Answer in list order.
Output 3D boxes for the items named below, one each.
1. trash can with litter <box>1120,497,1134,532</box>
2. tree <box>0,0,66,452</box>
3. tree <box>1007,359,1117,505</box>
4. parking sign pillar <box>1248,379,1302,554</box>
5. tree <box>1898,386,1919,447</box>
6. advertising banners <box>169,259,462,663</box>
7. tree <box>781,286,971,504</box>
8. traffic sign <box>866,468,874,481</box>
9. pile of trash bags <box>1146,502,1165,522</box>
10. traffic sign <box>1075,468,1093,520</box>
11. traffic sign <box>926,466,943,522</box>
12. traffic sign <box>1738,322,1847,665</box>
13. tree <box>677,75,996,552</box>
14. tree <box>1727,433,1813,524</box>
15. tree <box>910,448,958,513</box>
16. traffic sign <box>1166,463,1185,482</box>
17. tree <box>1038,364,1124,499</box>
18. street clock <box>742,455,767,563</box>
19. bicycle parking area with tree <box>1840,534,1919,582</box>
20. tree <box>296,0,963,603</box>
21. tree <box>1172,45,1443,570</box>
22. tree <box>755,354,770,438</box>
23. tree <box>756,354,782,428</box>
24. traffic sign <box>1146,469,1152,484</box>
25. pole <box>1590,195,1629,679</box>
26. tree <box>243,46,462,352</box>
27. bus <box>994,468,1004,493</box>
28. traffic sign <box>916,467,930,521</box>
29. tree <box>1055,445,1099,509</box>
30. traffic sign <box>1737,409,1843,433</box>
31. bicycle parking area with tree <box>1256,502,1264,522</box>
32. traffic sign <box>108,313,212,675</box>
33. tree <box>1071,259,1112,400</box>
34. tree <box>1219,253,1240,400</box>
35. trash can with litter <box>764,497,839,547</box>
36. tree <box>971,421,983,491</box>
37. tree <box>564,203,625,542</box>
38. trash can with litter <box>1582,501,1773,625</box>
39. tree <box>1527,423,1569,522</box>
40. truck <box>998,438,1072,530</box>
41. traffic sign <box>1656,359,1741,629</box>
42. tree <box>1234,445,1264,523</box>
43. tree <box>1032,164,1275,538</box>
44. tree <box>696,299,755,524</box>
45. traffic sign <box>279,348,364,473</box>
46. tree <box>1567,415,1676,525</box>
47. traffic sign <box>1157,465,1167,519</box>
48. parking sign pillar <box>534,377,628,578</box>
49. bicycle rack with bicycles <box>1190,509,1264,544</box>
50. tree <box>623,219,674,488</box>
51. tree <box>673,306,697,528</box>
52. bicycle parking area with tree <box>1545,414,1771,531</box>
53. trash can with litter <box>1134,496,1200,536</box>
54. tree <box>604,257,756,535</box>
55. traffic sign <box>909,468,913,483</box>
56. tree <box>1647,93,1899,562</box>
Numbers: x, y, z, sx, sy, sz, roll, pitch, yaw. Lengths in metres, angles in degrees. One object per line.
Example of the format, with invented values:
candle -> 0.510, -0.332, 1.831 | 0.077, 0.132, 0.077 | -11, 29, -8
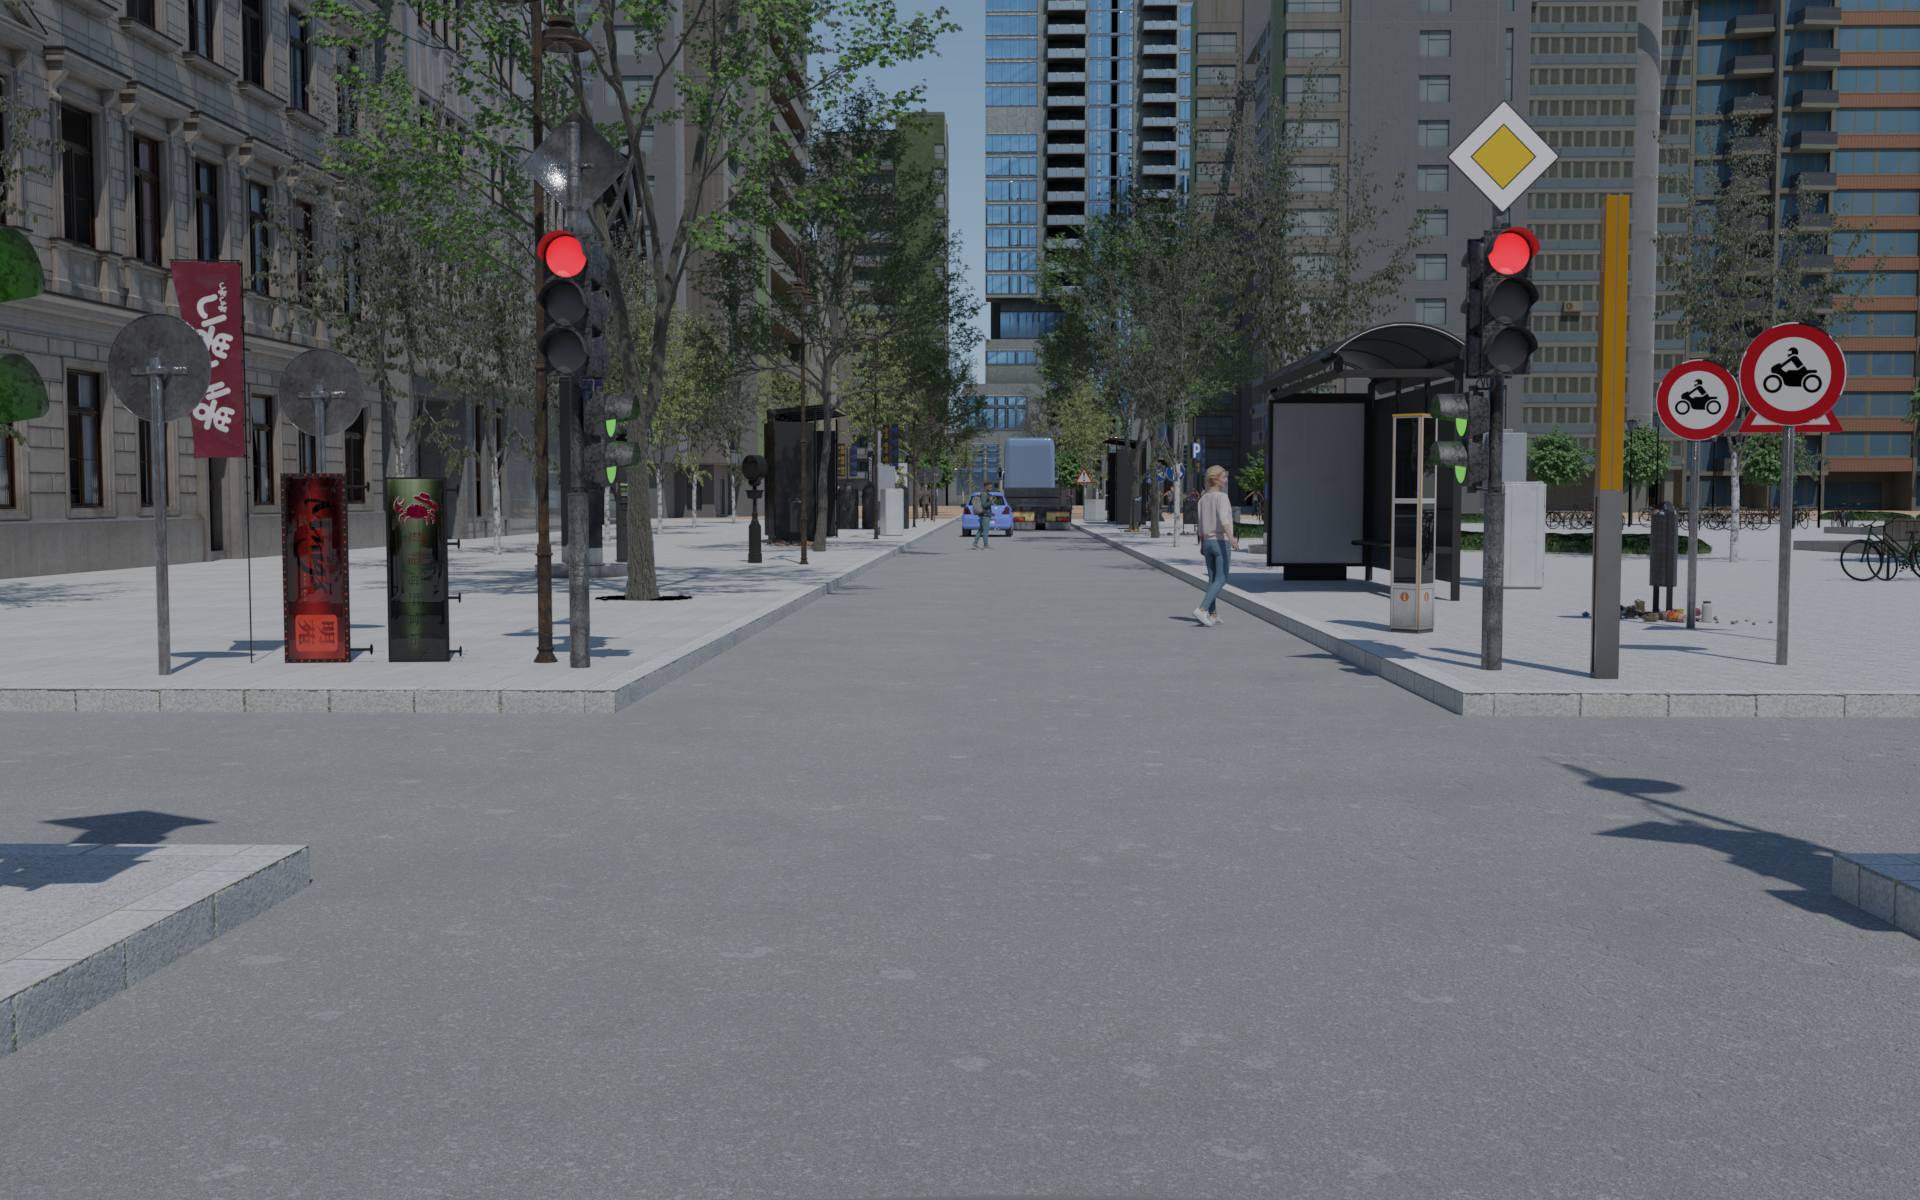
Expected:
trash can with litter -> 6.209, -2.896, 58.408 | 1.678, 1.210, 2.233 | 2, 4, 31
tree -> -11.510, -4.158, 18.348 | 4.360, 8.622, 3.978 | 0, 3, 0
tree -> 8.888, -14.764, 151.754 | 12.009, 13.543, 11.850 | 0, 3, 0
parking sign pillar -> 6.953, -2.987, 37.307 | 1.447, 3.967, 1.447 | 2, 4, 28
tree -> 18.799, -2.902, 31.169 | 4.285, 4.588, 4.351 | 0, 3, 0
advertising banners -> -4.851, -1.033, 13.073 | 2.074, 3.025, 0.090 | 0, 4, -5
tree -> -2.892, -6.733, 60.442 | 4.737, 8.622, 4.395 | 0, 3, 0
traffic sign -> -3.386, -4.320, 70.631 | 0.884, 2.594, 0.081 | 1, 4, 9
pile of trash bags -> 8.547, -4.409, 81.838 | 1.912, 1.369, 3.447 | 0, 4, -2
traffic sign -> 6.082, -5.198, 84.987 | 0.884, 2.594, 0.081 | 0, 4, 4
traffic sign -> -1.186, -4.883, 79.949 | 0.768, 2.556, 0.104 | 0, 4, 5
traffic sign -> 6.175, -0.785, 12.937 | 0.768, 2.556, 0.104 | 0, 4, 5
tree -> -2.791, -6.354, 38.303 | 7.601, 10.594, 8.767 | 0, 3, 0
tree -> 34.817, -5.535, 74.204 | 4.285, 4.588, 4.351 | 0, 3, 0
tree -> -1.833, -8.280, 119.098 | 4.285, 4.588, 4.351 | 0, 3, 0
traffic sign -> 8.821, -4.330, 70.908 | 0.768, 2.556, 0.104 | 1, 4, 10
tree -> 6.298, -8.494, 89.245 | 4.737, 8.622, 4.395 | 0, 3, 0
street clock -> -3.805, -1.684, 32.109 | 0.471, 2.002, 0.358 | 3, 5, 41
bicycle parking area with tree -> 17.777, -2.236, 23.560 | 9.016, 4.147, 8.231 | -1, 4, -9
tree -> -3.834, -5.814, 20.810 | 9.928, 11.665, 9.643 | 0, 3, 0
tree -> 5.506, -4.805, 28.930 | 4.360, 8.622, 3.978 | 0, 3, 0
tree -> -9.986, -7.602, 74.650 | 4.360, 8.622, 3.978 | 0, 3, 0
tree -> -8.177, -8.167, 83.885 | 4.737, 8.622, 4.395 | 0, 3, 0
traffic sign -> 9.367, -5.159, 84.457 | 0.768, 2.556, 0.104 | 0, 4, 7
pole -> 4.490, -1.109, 11.972 | 0.158, 3.312, 0.155 | 0, 3, 0
tree -> -9.292, -4.770, 28.358 | 4.360, 8.622, 3.978 | 0, 3, 0
bus -> 4.020, -7.946, 124.771 | 2.948, 3.499, 13.247 | 0, 3, 0
traffic sign -> -1.658, -4.944, 80.947 | 0.768, 2.556, 0.104 | 0, 4, 5
tree -> 7.195, -7.761, 110.614 | 4.285, 4.588, 4.351 | 0, 3, 0
traffic sign -> 7.175, -0.919, 15.031 | 0.884, 2.594, 0.081 | 0, 4, 3
bicycle parking area with tree -> 17.964, -5.889, 83.282 | 8.231, 4.147, 9.016 | 1, 4, 20
traffic sign -> -5.644, -0.741, 12.215 | 0.768, 2.556, 0.104 | 0, 4, 6
tree -> 5.002, -5.583, 41.648 | 4.360, 8.622, 3.978 | 0, 3, 0
tree -> 6.260, -8.369, 62.584 | 9.928, 11.665, 9.643 | 0, 3, 0
trash can with litter -> -4.220, -1.951, 42.955 | 2.233, 1.210, 1.678 | 3, 5, 39
tree -> 0.222, -12.504, 154.806 | 4.737, 8.622, 4.395 | 0, 3, 0
tree -> -9.791, -5.241, 36.053 | 4.360, 8.622, 3.978 | 0, 3, 0
trash can with litter -> 7.346, -0.429, 18.072 | 1.678, 1.210, 2.233 | 0, 4, 7
tree -> 27.200, -5.852, 79.391 | 4.285, 4.588, 4.351 | 0, 3, 0
truck -> 3.251, -5.326, 76.838 | 2.967, 4.110, 18.799 | 0, 4, 1
traffic sign -> 6.980, -1.001, 16.466 | 0.768, 2.556, 0.104 | 0, 4, 7
tree -> 11.838, -4.497, 68.121 | 1.663, 3.219, 1.824 | 0, 3, 0
tree -> 5.387, -7.071, 50.026 | 7.601, 10.594, 8.767 | -2, 4, -32
tree -> -10.048, -7.012, 65.013 | 4.360, 8.622, 3.978 | 0, 3, 0
traffic sign -> -5.594, -0.922, 15.178 | 0.768, 2.556, 0.104 | 0, 4, 4
tree -> 27.865, -5.390, 71.836 | 4.285, 4.588, 4.351 | 0, 3, 0
traffic sign -> 8.437, -4.501, 73.690 | 0.768, 2.556, 0.104 | 0, 4, 2
parking sign pillar -> -5.916, -2.356, 26.989 | 1.447, 3.967, 1.447 | -1, 4, -23
bicycle rack with bicycles -> 6.932, -1.795, 42.729 | 2.852, 0.926, 2.925 | 1, 4, 9
tree -> -9.358, -5.549, 41.083 | 4.360, 8.622, 3.978 | 0, 3, 0
tree -> -9.610, -5.890, 46.671 | 4.360, 8.622, 3.978 | 0, 3, 0
bicycle parking area with tree -> 25.345, -4.750, 64.666 | 9.016, 4.147, 8.231 | 2, 4, 24
trash can with litter -> 6.779, -2.616, 53.832 | 2.233, 1.210, 1.678 | -1, 4, -8
tree -> -9.294, -6.338, 53.985 | 4.737, 8.622, 4.395 | 0, 3, 0
traffic sign -> -2.565, -5.044, 82.573 | 0.768, 2.556, 0.104 | 0, 4, 2
tree -> 14.585, -4.999, 32.089 | 4.360, 8.622, 3.978 | 0, 3, 0
